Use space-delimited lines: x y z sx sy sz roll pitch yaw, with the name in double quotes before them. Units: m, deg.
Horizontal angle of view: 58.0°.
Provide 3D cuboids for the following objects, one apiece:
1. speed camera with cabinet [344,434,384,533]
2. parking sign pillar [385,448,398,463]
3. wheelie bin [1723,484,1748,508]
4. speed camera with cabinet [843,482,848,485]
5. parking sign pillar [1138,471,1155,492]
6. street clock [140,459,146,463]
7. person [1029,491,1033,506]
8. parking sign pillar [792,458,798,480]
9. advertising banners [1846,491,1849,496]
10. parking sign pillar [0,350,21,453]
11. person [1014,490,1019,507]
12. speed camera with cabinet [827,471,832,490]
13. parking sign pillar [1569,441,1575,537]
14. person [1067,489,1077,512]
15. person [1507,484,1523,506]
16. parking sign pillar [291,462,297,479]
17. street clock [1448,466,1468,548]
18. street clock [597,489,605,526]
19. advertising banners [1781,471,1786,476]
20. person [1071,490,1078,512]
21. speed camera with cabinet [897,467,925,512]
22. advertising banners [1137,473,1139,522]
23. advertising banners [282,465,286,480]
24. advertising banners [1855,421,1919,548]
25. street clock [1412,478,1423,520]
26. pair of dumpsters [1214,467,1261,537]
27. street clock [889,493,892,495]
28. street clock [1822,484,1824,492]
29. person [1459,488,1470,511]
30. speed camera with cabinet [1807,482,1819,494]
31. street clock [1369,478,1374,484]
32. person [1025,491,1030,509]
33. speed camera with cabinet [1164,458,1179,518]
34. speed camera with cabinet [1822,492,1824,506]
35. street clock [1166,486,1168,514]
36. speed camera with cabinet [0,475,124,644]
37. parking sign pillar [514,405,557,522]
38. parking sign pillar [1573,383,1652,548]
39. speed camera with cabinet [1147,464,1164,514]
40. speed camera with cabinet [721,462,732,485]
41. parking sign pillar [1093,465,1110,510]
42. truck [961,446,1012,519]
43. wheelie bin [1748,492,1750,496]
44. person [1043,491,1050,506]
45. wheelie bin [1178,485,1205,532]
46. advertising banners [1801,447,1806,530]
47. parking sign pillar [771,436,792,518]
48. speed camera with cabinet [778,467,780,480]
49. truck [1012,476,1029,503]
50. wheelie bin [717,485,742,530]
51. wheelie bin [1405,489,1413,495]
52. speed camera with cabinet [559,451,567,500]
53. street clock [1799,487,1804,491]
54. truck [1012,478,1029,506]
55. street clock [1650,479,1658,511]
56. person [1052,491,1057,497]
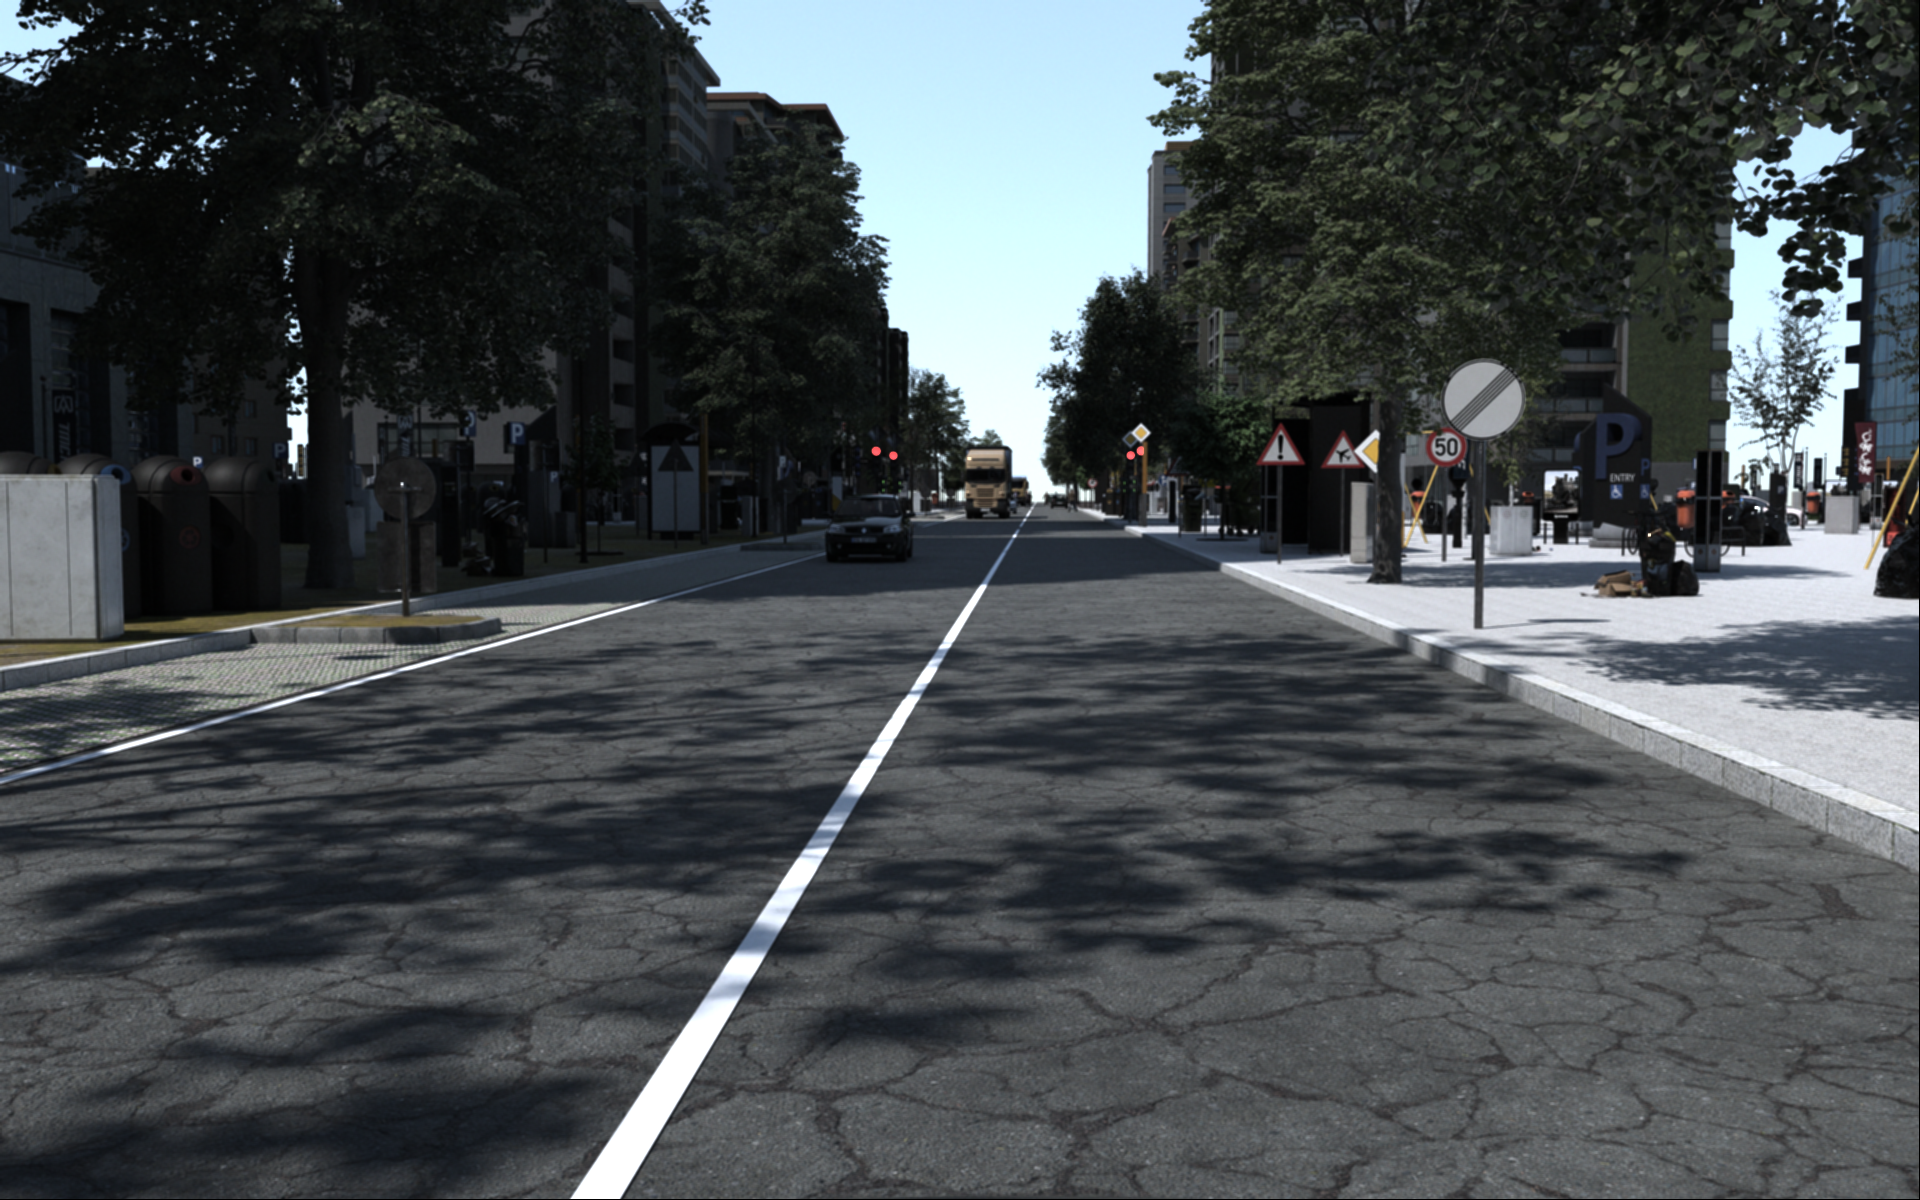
"speed camera with cabinet" -19.889 -3.858 57.415 0.660 3.252 2.038 1 4 10
"parking sign pillar" -28.065 -5.989 86.389 1.447 3.967 1.447 0 4 1
"wheelie bin" 23.918 -2.824 54.076 0.980 1.594 0.693 1 4 18
"speed camera with cabinet" -8.330 -8.830 138.709 2.038 3.252 0.660 -1 4 -18
"parking sign pillar" 14.194 -8.770 131.860 1.447 3.967 1.447 -1 4 -11
"street clock" -16.571 -1.894 35.536 0.358 2.002 0.471 2 4 24
"person" 8.741 -12.622 214.863 0.705 1.824 1.348 -1 4 -18
"parking sign pillar" -9.782 -6.768 99.123 1.447 3.967 1.447 -2 4 -35
"advertising banners" 32.788 -4.102 63.257 2.074 3.025 0.090 -3 5 -45
"parking sign pillar" -17.966 -2.655 31.875 1.447 3.967 1.447 1 4 17
"person" 6.242 -11.076 189.455 0.599 1.838 0.709 2 4 32
"speed camera with cabinet" -11.475 -9.552 150.515 0.660 3.252 2.038 2 4 27
"parking sign pillar" 19.080 -3.910 52.395 1.447 3.967 1.447 -2 4 -34
"person" 9.101 -8.052 140.063 0.836 1.842 0.656 2 4 32
"person" 23.024 -3.887 71.823 0.659 1.850 0.755 1 4 14
"parking sign pillar" -56.318 -9.673 146.627 1.447 3.967 1.447 -1 4 -19
"street clock" 11.855 -2.242 41.235 0.471 2.002 0.358 0 4 6
"street clock" -14.536 -4.017 70.241 0.358 2.002 0.471 -2 4 -24
"advertising banners" 61.766 -8.265 131.322 2.074 3.025 0.090 -1 4 -13
"person" 9.349 -8.106 141.615 0.643 1.750 0.593 0 4 -1
"speed camera with cabinet" -3.594 -8.146 127.525 2.038 3.252 0.660 -1 4 -16
"advertising banners" 8.161 -5.094 79.478 0.090 3.025 2.074 0 4 6
"advertising banners" -40.115 -6.570 103.610 0.090 3.025 2.074 0 4 0
"advertising banners" 22.315 -2.755 41.227 0.090 3.025 2.074 -3 5 -39
"street clock" 21.020 -4.593 79.661 0.471 2.002 0.358 2 4 27
"pair of dumpsters" 8.828 -3.117 53.455 1.574 2.255 4.437 0 4 3
"street clock" -4.371 -6.381 108.892 0.358 2.002 0.471 0 4 -7
"street clock" 62.755 -7.410 125.722 0.471 2.002 0.358 -2 4 -35
"person" 20.993 -3.872 72.234 0.576 1.772 0.534 2 4 29
"speed camera with cabinet" 63.095 -8.183 128.129 0.660 3.252 2.038 2 4 34
"street clock" 18.466 -4.511 78.330 0.471 2.002 0.358 1 4 15
"person" 6.685 -9.920 171.226 0.617 1.759 0.750 0 4 -4
"speed camera with cabinet" 11.650 -6.139 94.707 0.660 3.252 2.038 0 4 5
"speed camera with cabinet" 60.601 -7.646 119.352 0.660 3.252 2.038 -3 5 -45
"street clock" 13.499 -6.570 111.989 0.358 2.002 0.471 2 4 35
"speed camera with cabinet" -8.425 -1.262 14.965 2.038 3.252 0.660 0 4 -7
"parking sign pillar" -12.690 -3.876 51.837 1.447 3.967 1.447 3 4 38
"parking sign pillar" 15.847 -3.239 41.430 1.447 3.967 1.447 -2 4 -31
"speed camera with cabinet" 12.766 -7.289 113.512 0.660 3.252 2.038 -2 4 -27
"speed camera with cabinet" -14.230 -6.887 106.943 0.660 3.252 2.038 -1 4 -23
"parking sign pillar" 11.650 -9.373 141.725 1.447 3.967 1.447 3 5 42
"truck" 1.725 -6.979 103.026 2.839 4.237 11.283 0 4 3
"wheelie bin" 49.464 -6.210 109.433 0.693 1.594 0.980 -2 4 -26
"person" 10.474 -12.260 209.500 0.990 1.755 0.434 1 4 19
"wheelie bin" 7.840 -3.082 58.304 0.980 1.594 0.693 0 4 -5
"advertising banners" 30.850 -4.109 63.372 0.090 3.025 2.074 2 4 23
"parking sign pillar" -7.410 -4.805 67.027 1.447 3.967 1.447 0 4 1
"speed camera with cabinet" -12.311 -7.981 124.822 2.038 3.252 0.660 1 4 14
"truck" 8.970 -16.444 258.623 2.967 4.110 18.799 0 4 4
"wheelie bin" -8.396 -3.357 62.798 0.980 1.594 0.693 0 4 -5
"wheelie bin" 27.602 -6.040 106.662 0.693 1.594 0.980 2 4 35
"speed camera with cabinet" -16.350 -4.545 68.638 2.038 3.252 0.660 0 4 0
"street clock" 71.985 -8.789 148.265 0.358 2.002 0.471 0 4 2
"truck" 6.502 -12.768 204.686 3.469 3.379 9.791 0 4 4
"street clock" 32.541 -4.699 81.396 0.471 2.002 0.358 -2 4 -25
"person" 12.653 -13.442 228.351 1.350 1.814 0.705 0 4 -8
